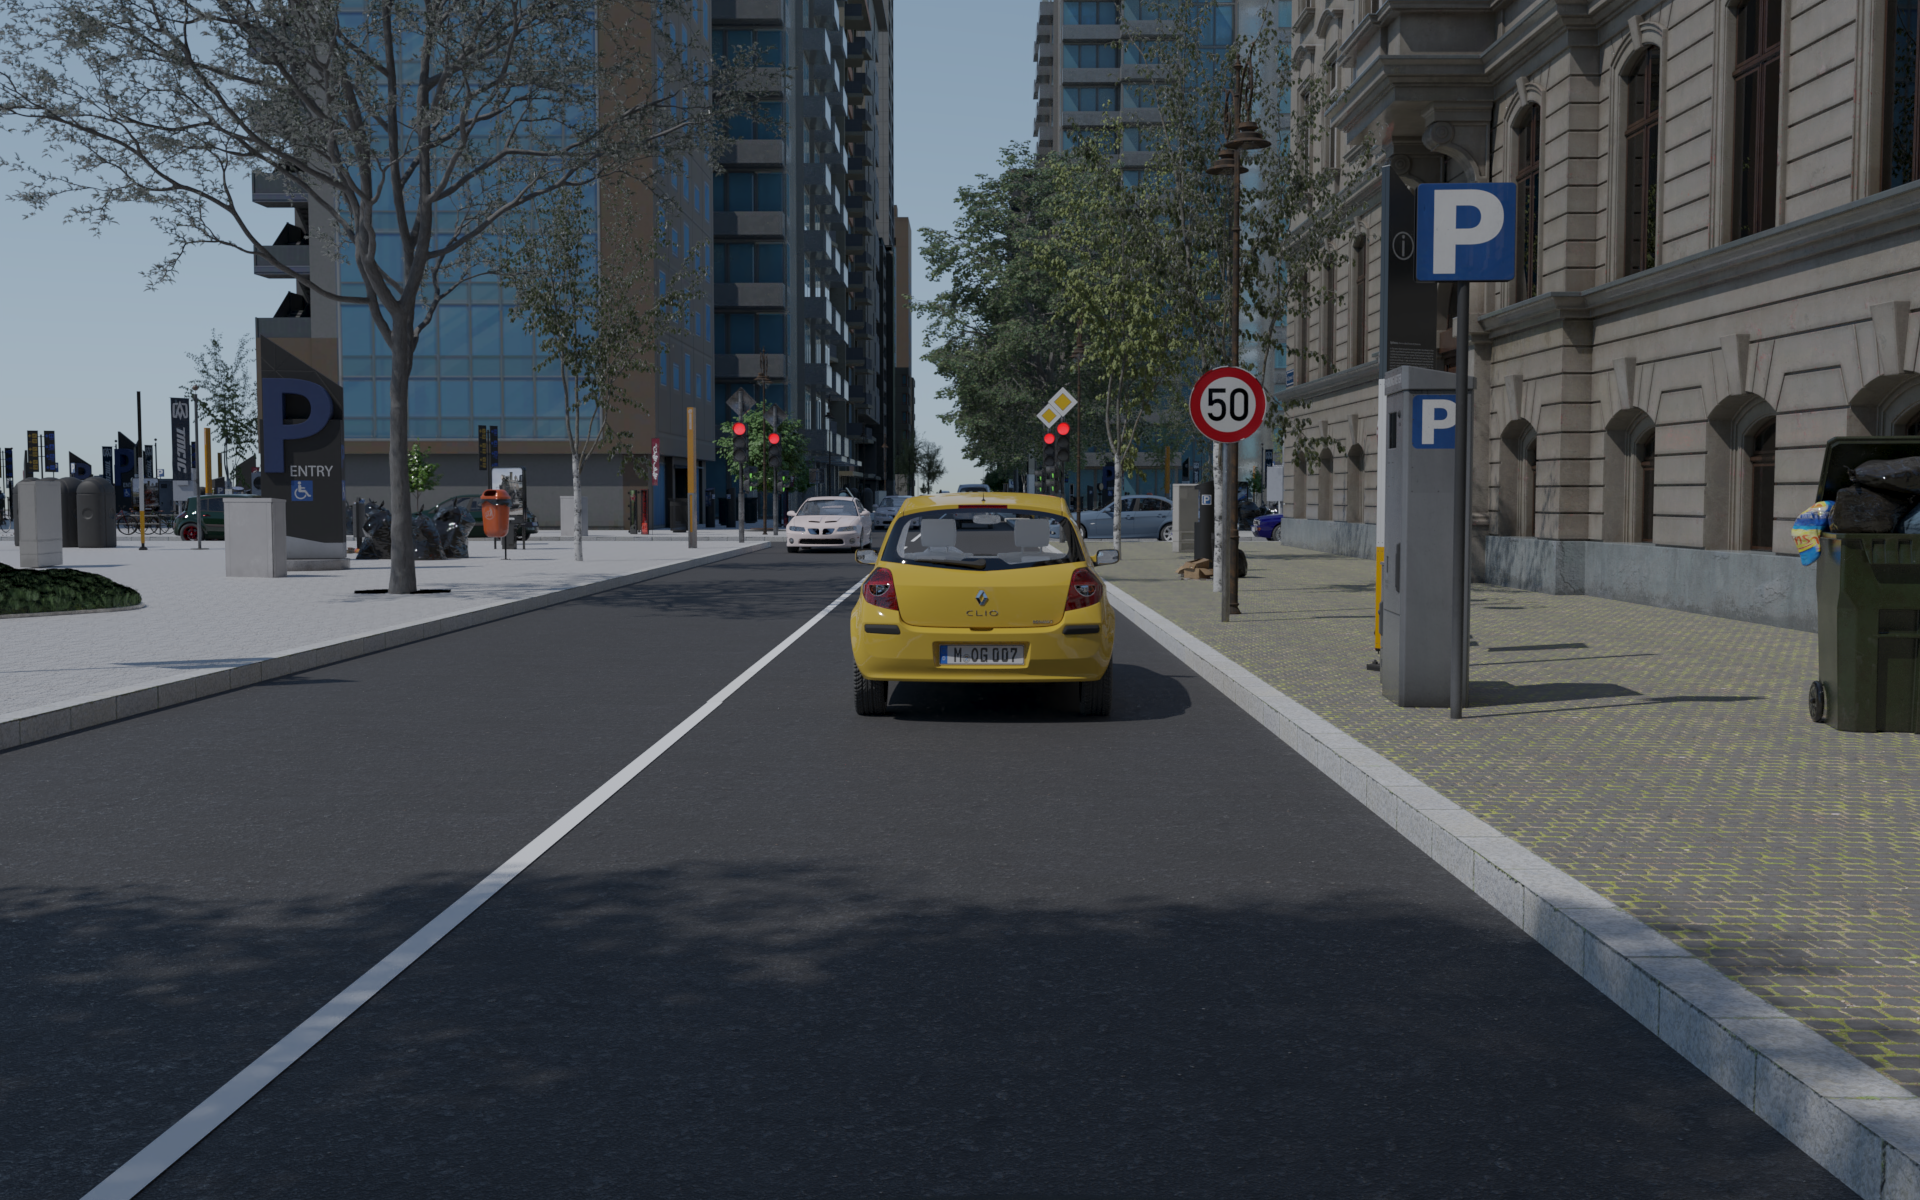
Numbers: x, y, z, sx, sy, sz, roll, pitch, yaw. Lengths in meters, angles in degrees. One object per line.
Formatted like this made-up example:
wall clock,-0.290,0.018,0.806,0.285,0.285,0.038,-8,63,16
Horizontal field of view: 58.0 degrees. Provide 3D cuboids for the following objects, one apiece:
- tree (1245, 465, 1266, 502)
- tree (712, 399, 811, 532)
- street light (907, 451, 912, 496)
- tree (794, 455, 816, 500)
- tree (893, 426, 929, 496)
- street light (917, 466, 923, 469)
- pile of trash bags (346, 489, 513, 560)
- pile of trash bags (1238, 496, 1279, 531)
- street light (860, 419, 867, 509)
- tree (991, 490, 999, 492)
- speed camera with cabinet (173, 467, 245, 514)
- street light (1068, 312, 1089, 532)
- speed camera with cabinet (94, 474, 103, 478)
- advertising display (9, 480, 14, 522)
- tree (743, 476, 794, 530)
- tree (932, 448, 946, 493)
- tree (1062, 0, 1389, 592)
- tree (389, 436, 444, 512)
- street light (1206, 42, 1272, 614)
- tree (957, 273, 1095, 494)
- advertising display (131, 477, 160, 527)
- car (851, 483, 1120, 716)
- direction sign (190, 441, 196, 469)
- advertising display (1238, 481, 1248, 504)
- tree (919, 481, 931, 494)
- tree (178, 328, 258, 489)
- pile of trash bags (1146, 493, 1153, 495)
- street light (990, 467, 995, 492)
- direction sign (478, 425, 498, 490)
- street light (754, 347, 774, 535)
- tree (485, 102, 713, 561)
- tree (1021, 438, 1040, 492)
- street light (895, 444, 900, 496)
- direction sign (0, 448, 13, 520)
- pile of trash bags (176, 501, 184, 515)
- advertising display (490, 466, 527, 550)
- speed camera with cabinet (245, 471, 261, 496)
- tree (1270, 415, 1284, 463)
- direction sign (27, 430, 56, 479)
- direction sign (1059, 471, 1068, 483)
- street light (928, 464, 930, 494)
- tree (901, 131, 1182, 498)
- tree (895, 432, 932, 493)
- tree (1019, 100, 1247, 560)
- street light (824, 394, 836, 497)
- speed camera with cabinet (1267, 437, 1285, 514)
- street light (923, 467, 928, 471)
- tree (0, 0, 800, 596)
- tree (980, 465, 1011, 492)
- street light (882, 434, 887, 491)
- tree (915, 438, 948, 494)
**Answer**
tree,19.030,-7.096,110.613,1.663,3.219,1.824,0,3,0
tree,-6.813,-4.647,59.696,4.285,4.588,4.351,0,3,0
street light,-5.331,-12.801,182.088,0.468,5.910,1.993,0,4,0
tree,-7.022,-4.663,70.835,1.663,3.219,1.824,0,3,0
tree,-5.361,-14.518,187.739,4.360,8.622,3.978,0,3,0
street light,-5.176,-14.725,213.533,0.468,5.910,1.993,0,4,0
pile of trash bags,-10.233,-1.493,34.160,3.447,1.369,1.912,2,4,26
pile of trash bags,10.399,-3.159,61.405,1.912,1.369,3.447,-3,5,-40
street light,-5.934,-8.199,106.835,0.468,5.910,1.993,0,4,0
tree,4.411,-13.306,212.156,1.663,3.219,1.824,0,3,0
speed camera with cabinet,-25.536,-3.939,58.743,2.038,3.252,0.660,0,4,-6
street light,3.036,-4.368,44.208,0.468,5.910,1.993,0,4,0
speed camera with cabinet,-39.948,-5.339,81.624,0.660,3.252,2.038,0,4,7
advertising display,-44.249,-4.622,80.787,0.123,1.923,0.974,-2,4,-25
tree,-7.076,-4.152,62.488,1.663,3.219,1.824,0,3,0
tree,-4.608,-19.482,268.885,4.737,8.622,4.395,0,3,0
tree,3.381,-4.398,22.271,4.360,8.622,3.978,0,3,0
tree,-18.169,-3.883,58.095,1.663,3.219,1.824,0,3,0
street light,2.920,-2.787,18.354,0.468,5.910,1.993,0,4,0
tree,3.260,-10.221,85.233,7.486,12.596,7.792,0,3,0
advertising display,-31.485,-3.776,66.959,0.974,1.923,0.123,-2,4,-34
car,0.191,-0.149,12.653,2.015,1.641,3.980,0,4,2
direction sign,-33.106,-5.050,74.560,0.876,3.537,0.379,2,4,32
advertising display,14.141,-5.045,87.703,0.974,1.923,0.123,3,4,38
tree,-5.367,-15.878,254.201,1.663,3.219,1.824,0,3,0
tree,-32.660,-7.795,77.804,4.737,8.622,4.395,0,3,0
pile of trash bags,13.518,-6.718,119.596,1.912,1.369,3.447,-1,4,-13
street light,4.261,-16.049,235.181,0.468,5.910,1.993,0,4,0
direction sign,-15.569,-3.990,57.227,0.379,3.537,0.876,2,4,28
street light,-6.147,-4.994,54.436,0.468,5.910,1.993,0,4,0
tree,-7.086,-5.037,32.714,4.360,8.622,3.978,0,3,0
tree,4.890,-11.071,131.372,4.360,8.622,3.978,0,3,0
street light,-5.591,-11.220,156.235,0.468,5.910,1.993,0,4,0
direction sign,-46.601,-5.652,84.410,0.379,3.537,0.876,3,4,37
pile of trash bags,-41.675,-4.883,89.592,3.447,1.369,1.912,1,4,10
advertising display,-10.443,-2.133,40.089,0.974,1.923,0.123,2,4,26
speed camera with cabinet,-29.087,-4.653,70.404,2.038,3.252,0.660,0,4,-7
tree,23.947,-10.570,123.183,4.737,8.622,4.395,0,3,0
direction sign,-32.670,-4.261,61.663,0.876,3.537,0.379,-1,4,-21
direction sign,7.005,-7.716,118.154,0.876,3.537,0.379,2,4,35
street light,-4.828,-17.887,265.241,0.468,5.910,1.993,0,4,0
tree,3.132,-9.415,60.594,9.857,13.997,8.962,0,3,0
tree,-6.097,-15.586,205.195,4.737,8.622,4.395,0,3,0
tree,3.295,-5.079,33.402,4.737,8.622,4.395,0,3,0
street light,-6.034,-6.575,80.290,0.468,5.910,1.993,0,4,0
speed camera with cabinet,10.586,-3.785,56.226,0.660,3.252,2.038,2,4,31
street light,-4.998,-16.306,239.387,0.468,5.910,1.993,0,4,0
tree,-7.260,-6.836,22.134,12.009,13.543,11.850,0,3,0
tree,4.281,-12.894,194.522,4.285,4.588,4.351,0,3,0
street light,-5.631,-9.639,130.380,0.468,5.910,1.993,0,4,0
tree,-5.566,-21.557,286.871,8.767,10.594,7.601,3,4,36
